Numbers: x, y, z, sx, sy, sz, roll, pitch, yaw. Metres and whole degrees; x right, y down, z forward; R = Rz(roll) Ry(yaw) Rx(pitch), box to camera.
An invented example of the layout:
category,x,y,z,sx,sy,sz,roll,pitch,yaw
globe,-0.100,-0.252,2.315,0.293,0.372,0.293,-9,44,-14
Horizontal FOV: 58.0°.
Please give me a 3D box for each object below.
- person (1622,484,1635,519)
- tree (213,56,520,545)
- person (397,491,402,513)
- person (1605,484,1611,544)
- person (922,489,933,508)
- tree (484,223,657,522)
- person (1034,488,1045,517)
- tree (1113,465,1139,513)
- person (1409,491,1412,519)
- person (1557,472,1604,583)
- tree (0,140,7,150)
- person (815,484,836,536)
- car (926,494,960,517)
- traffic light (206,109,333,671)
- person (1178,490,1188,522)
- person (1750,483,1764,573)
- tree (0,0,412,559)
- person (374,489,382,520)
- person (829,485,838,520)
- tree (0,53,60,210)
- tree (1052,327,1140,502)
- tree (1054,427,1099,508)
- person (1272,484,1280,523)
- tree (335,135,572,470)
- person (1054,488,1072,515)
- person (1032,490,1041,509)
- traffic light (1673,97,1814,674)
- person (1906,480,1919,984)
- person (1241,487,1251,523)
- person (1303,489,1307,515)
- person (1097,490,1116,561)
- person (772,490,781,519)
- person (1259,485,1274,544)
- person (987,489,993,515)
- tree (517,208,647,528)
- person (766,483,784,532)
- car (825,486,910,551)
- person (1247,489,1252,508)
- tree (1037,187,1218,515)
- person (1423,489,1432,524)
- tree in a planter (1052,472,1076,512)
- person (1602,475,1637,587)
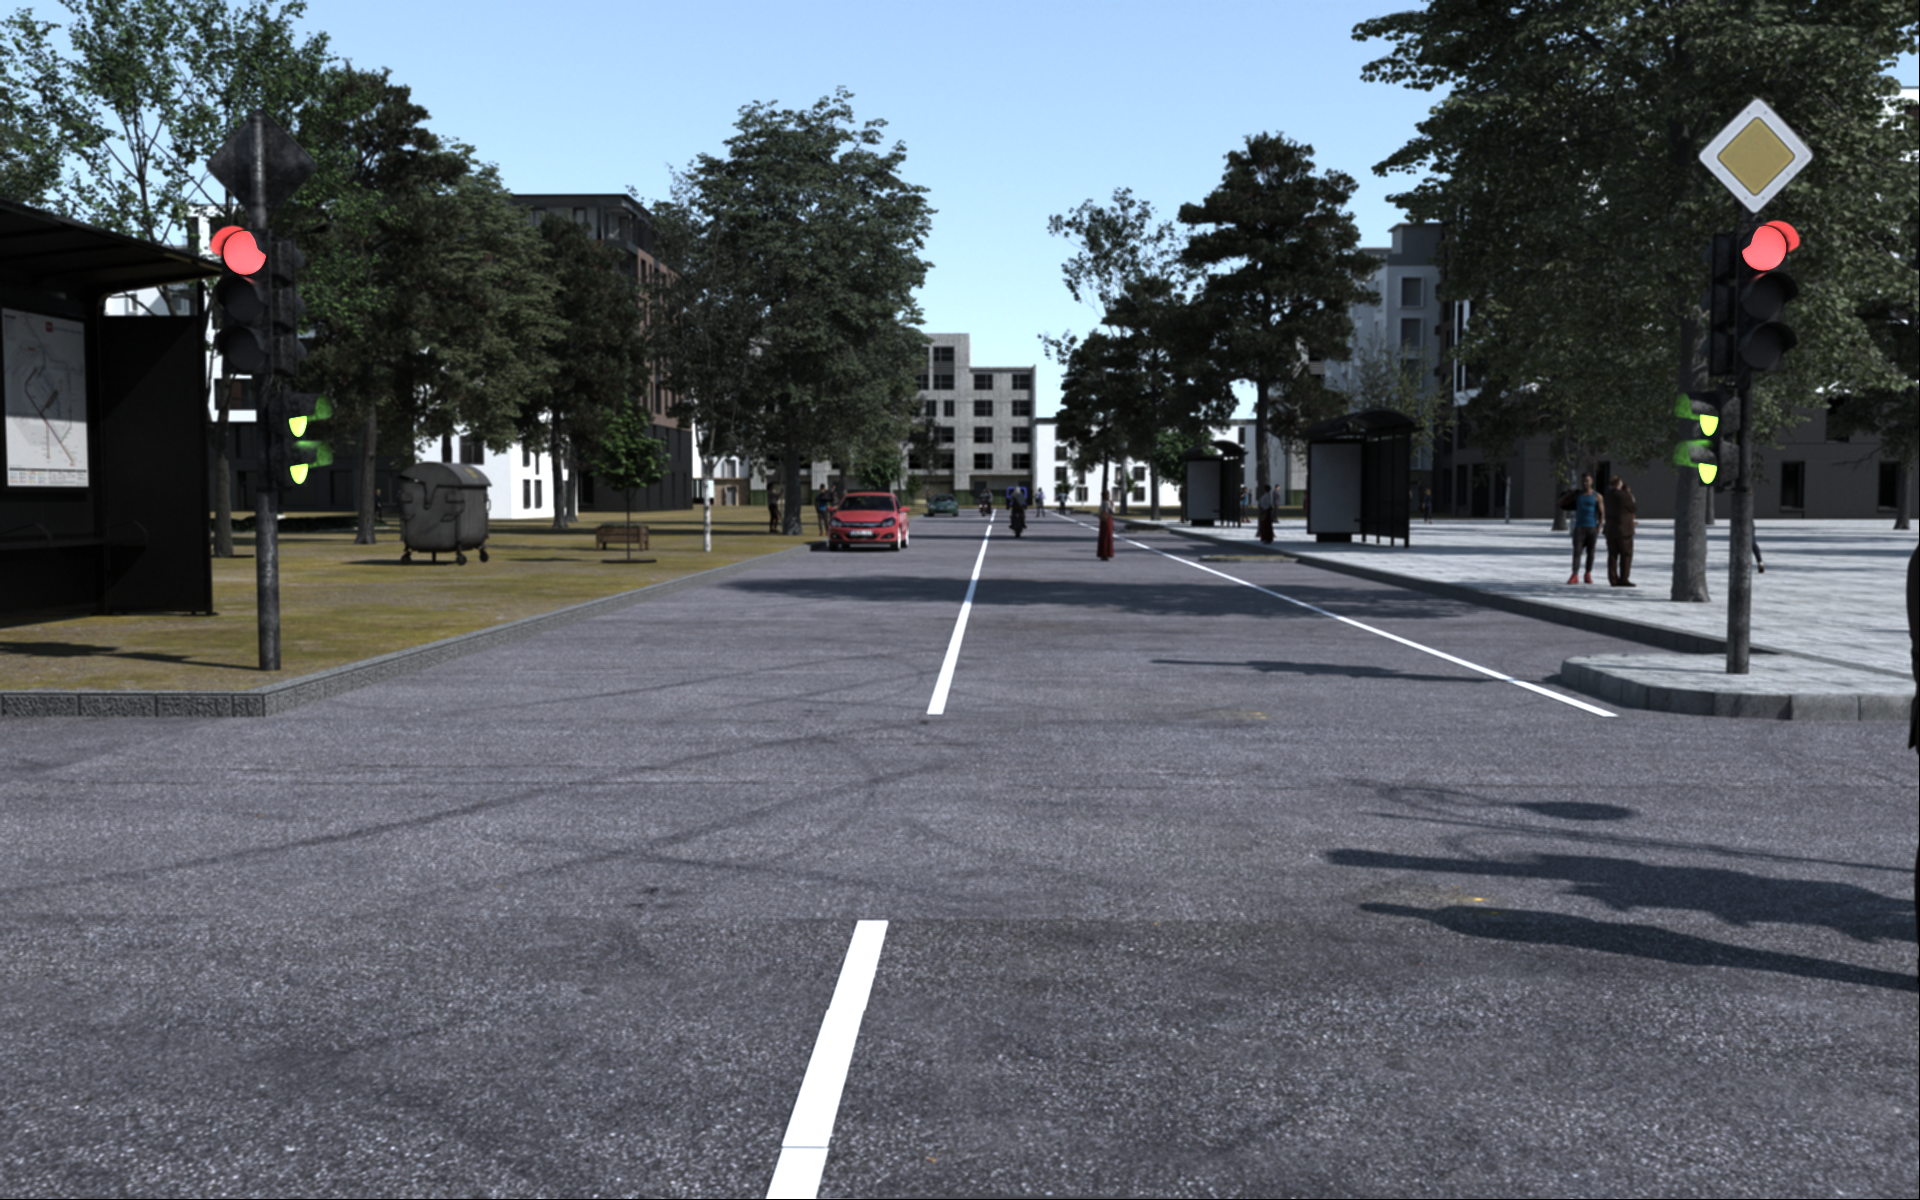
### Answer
category,x,y,z,sx,sy,sz,roll,pitch,yaw
person,16.127,-2.042,41.904,0.387,1.526,0.523,1,4,22
tree,-15.094,-7.455,43.945,6.751,12.117,7.091,0,3,0
person,-25.627,-4.446,79.658,0.541,1.710,0.530,-3,4,-39
person,16.670,-2.288,43.902,0.568,1.767,0.683,2,4,29
person,-2.951,-9.444,161.174,1.217,1.735,0.721,-1,4,-11
tree,-17.454,-10.449,78.271,7.806,13.903,7.818,0,3,0
person,5.004,-6.133,108.646,0.709,1.838,0.599,-1,4,-22
tree,11.273,-7.478,116.862,1.663,3.219,1.824,0,3,0
person,18.720,-4.060,72.961,0.617,1.759,0.750,0,4,7
person,8.927,-1.041,24.938,0.647,1.594,0.662,1,4,20
tree,-15.318,-4.493,23.828,4.360,8.622,3.978,0,3,0
person,-4.143,-2.774,53.274,0.647,1.594,0.662,0,4,-1
car,-1.060,-6.018,110.186,2.131,1.459,4.920,0,4,2
traffic light,-5.013,-1.423,12.506,0.839,4.213,0.868,0,4,1
person,10.349,-4.476,79.915,0.600,1.739,0.565,2,4,32
person,12.885,-1.206,28.306,0.480,1.512,0.613,-3,5,-43
tree,-14.948,-6.647,34.441,9.928,11.665,9.643,0,3,0
person,-27.095,-4.396,80.461,0.613,1.512,0.480,0,4,-4
person,-6.210,-4.796,85.276,0.431,1.722,0.655,0,4,0
tree,-25.703,-8.160,40.078,9.857,13.997,8.962,0,3,0
tree,10.988,-13.647,130.555,7.806,13.903,7.818,0,3,0
tree,11.192,-12.879,160.931,4.360,8.622,3.978,0,3,0
person,13.984,-4.258,76.579,0.530,1.710,0.541,2,4,34
tree,-16.073,-8.399,55.453,7.486,12.596,7.792,0,3,0
person,7.004,-6.712,118.227,1.348,1.826,0.705,-1,4,-20
person,7.517,-9.583,164.807,1.348,1.869,0.705,-1,4,-8
traffic light,5.546,-1.409,12.282,0.839,4.213,0.868,0,4,1
person,2.952,0.352,5.008,0.388,1.546,0.482,1,4,12
person,12.774,-4.271,77.747,0.662,1.594,0.647,1,4,15
person,14.441,-3.890,71.350,0.593,1.614,0.444,3,5,39
person,3.135,-1.606,37.228,0.387,1.526,0.523,-1,4,-13
person,-9.349,-4.822,87.576,0.574,1.496,0.600,-1,4,-22
person,7.851,-2.194,44.387,0.387,1.526,0.523,0,4,4
person,2.015,-6.915,121.552,0.705,1.826,1.348,-2,4,-25
tree,-15.261,-8.764,65.349,6.751,12.117,7.091,0,3,0
person,-6.228,-3.112,58.380,0.566,1.644,0.517,2,4,34
car,-2.338,-2.179,44.669,2.155,1.783,4.494,0,4,2
person,26.232,-9.153,156.617,0.530,1.710,0.541,0,4,3
tree,10.826,-15.236,105.001,12.611,20.169,13.585,0,3,0
person,19.986,-3.993,73.871,0.480,1.512,0.613,-1,4,-21
tree in a planter,8.547,-8.841,141.769,1.991,3.239,1.994,0,4,1
person,9.139,-0.962,24.048,0.388,1.546,0.482,-2,4,-32
